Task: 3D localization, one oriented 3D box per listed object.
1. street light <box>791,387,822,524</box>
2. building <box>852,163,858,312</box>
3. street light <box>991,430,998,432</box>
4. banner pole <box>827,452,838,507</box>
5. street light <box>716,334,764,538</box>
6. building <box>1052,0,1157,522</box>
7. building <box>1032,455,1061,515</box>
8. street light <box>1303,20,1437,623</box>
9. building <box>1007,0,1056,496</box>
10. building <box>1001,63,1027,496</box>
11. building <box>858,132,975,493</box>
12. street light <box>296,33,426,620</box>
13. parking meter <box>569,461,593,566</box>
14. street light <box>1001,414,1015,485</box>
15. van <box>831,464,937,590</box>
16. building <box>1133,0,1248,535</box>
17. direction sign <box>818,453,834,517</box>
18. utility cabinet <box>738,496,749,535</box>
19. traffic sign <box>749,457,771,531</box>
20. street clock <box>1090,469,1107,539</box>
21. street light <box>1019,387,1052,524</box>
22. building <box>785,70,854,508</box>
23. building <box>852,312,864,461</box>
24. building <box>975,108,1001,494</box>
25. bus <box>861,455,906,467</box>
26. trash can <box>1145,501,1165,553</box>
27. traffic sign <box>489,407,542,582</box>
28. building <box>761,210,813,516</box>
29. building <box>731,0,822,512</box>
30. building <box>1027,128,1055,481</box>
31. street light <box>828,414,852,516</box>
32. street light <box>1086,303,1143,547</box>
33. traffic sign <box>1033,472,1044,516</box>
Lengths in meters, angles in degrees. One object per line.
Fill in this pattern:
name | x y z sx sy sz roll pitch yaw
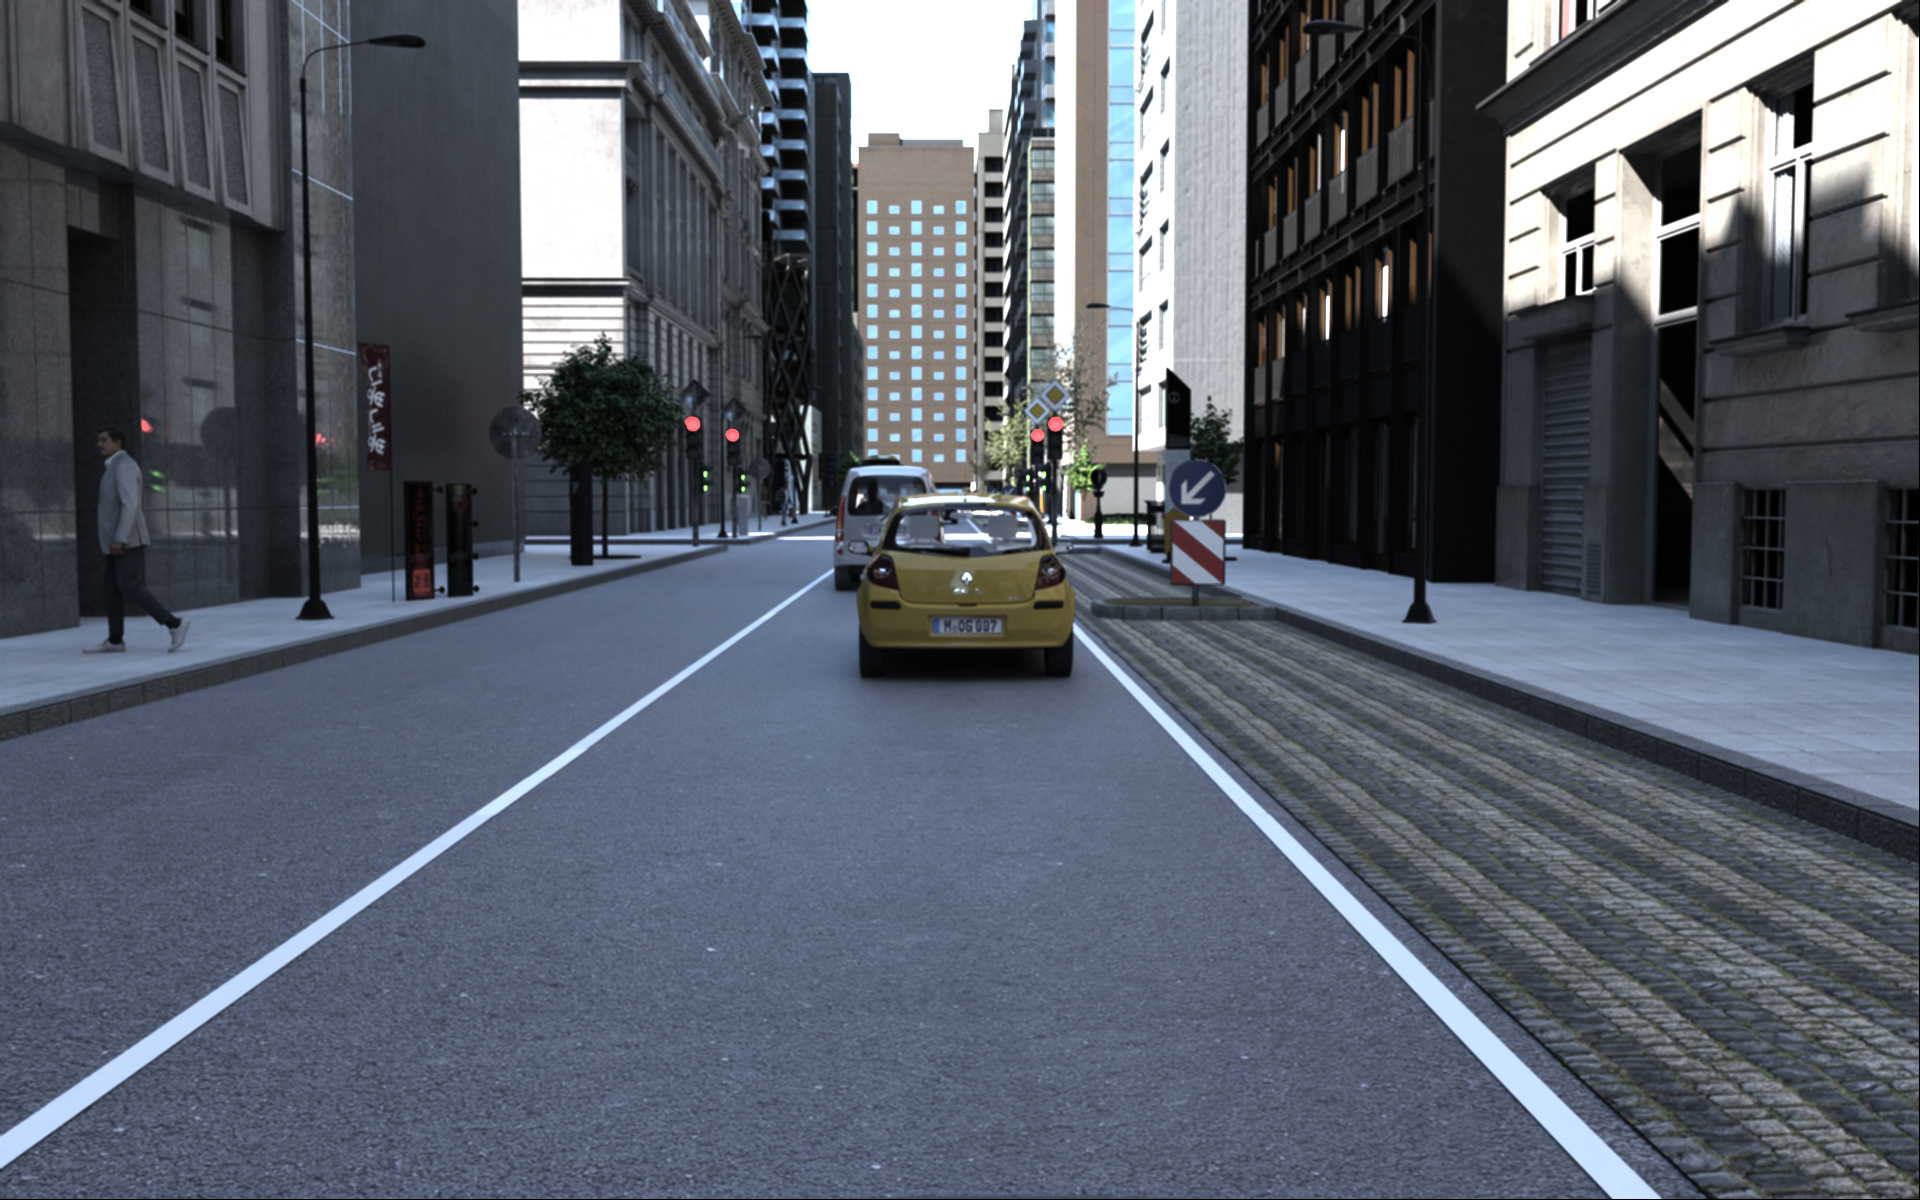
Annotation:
street light | -6.682 -6.295 75.462 1.470 5.913 1.316 0 4 -1
building | -26.935 -34.663 221.364 28.867 44.769 22.147 0 4 -1
street light | 2.963 -9.359 125.564 1.470 5.913 1.316 0 4 -1
banner pole | -7.461 -6.872 102.375 0.863 3.779 0.401 1 4 17
street light | -6.404 -4.770 50.524 1.470 5.913 1.316 0 4 -1
building | 12.064 -26.631 85.524 14.600 45.320 14.200 0 4 -1
building | 15.475 -41.093 110.129 20.563 71.187 20.611 0 4 -1
street light | 4.059 -2.729 17.162 1.470 5.913 1.316 0 4 -1
building | 16.579 -33.151 161.631 23.786 49.044 30.456 0 4 -1
building | 15.740 -34.511 187.956 21.300 48.544 21.600 0 4 -1
building | -5.361 -34.707 217.572 14.200 45.320 14.600 0 4 -1
street light | -6.089 -2.758 17.627 1.470 5.913 1.316 0 4 -1
parking meter | -6.813 -1.556 31.149 0.399 1.863 0.255 3 5 42
street light | 3.156 -7.817 100.346 1.470 5.913 1.316 0 4 -1
van | -1.062 -1.237 27.243 2.013 2.044 4.112 0 4 0
building | 13.406 -22.827 56.813 14.086 41.232 14.154 0 4 -1
direction sign | -7.408 -6.359 95.963 0.876 3.537 0.379 1 4 11
utility cabinet | -6.757 -2.631 54.172 0.306 1.237 1.020 0 4 -4
traffic sign | -6.964 -3.674 60.173 0.768 2.556 0.104 0 4 1
street clock | 4.004 -2.780 50.030 0.358 2.002 0.471 -3 4 -37
street light | 3.381 -6.275 75.145 1.470 5.913 1.316 0 4 -1
building | -17.440 -29.317 162.932 14.154 41.232 14.086 0 4 -1
building | -25.299 -20.794 185.027 28.899 21.520 27.650 0 4 -1
building | 12.502 -36.543 221.175 21.600 48.544 21.300 0 4 -1
bus | -4.916 -7.397 112.494 2.896 3.916 12.252 0 3 0
trash can | 4.392 -1.603 37.865 0.748 1.137 0.748 0 3 0
traffic sign | -6.484 -1.539 25.274 0.768 2.556 0.104 0 3 0
building | -17.761 -14.708 107.920 16.820 18.784 16.811 0 4 -1
building | -22.099 -50.538 138.963 22.319 86.520 31.000 0 4 -1
building | 12.365 -22.514 139.801 14.160 30.474 14.107 0 4 -1
street light | -6.992 -7.856 100.984 1.470 5.913 1.316 0 4 -1
street light | 3.770 -4.266 42.284 1.470 5.913 1.316 0 4 -1
traffic sign | 3.877 -5.135 83.963 0.884 2.594 0.081 0 4 5
